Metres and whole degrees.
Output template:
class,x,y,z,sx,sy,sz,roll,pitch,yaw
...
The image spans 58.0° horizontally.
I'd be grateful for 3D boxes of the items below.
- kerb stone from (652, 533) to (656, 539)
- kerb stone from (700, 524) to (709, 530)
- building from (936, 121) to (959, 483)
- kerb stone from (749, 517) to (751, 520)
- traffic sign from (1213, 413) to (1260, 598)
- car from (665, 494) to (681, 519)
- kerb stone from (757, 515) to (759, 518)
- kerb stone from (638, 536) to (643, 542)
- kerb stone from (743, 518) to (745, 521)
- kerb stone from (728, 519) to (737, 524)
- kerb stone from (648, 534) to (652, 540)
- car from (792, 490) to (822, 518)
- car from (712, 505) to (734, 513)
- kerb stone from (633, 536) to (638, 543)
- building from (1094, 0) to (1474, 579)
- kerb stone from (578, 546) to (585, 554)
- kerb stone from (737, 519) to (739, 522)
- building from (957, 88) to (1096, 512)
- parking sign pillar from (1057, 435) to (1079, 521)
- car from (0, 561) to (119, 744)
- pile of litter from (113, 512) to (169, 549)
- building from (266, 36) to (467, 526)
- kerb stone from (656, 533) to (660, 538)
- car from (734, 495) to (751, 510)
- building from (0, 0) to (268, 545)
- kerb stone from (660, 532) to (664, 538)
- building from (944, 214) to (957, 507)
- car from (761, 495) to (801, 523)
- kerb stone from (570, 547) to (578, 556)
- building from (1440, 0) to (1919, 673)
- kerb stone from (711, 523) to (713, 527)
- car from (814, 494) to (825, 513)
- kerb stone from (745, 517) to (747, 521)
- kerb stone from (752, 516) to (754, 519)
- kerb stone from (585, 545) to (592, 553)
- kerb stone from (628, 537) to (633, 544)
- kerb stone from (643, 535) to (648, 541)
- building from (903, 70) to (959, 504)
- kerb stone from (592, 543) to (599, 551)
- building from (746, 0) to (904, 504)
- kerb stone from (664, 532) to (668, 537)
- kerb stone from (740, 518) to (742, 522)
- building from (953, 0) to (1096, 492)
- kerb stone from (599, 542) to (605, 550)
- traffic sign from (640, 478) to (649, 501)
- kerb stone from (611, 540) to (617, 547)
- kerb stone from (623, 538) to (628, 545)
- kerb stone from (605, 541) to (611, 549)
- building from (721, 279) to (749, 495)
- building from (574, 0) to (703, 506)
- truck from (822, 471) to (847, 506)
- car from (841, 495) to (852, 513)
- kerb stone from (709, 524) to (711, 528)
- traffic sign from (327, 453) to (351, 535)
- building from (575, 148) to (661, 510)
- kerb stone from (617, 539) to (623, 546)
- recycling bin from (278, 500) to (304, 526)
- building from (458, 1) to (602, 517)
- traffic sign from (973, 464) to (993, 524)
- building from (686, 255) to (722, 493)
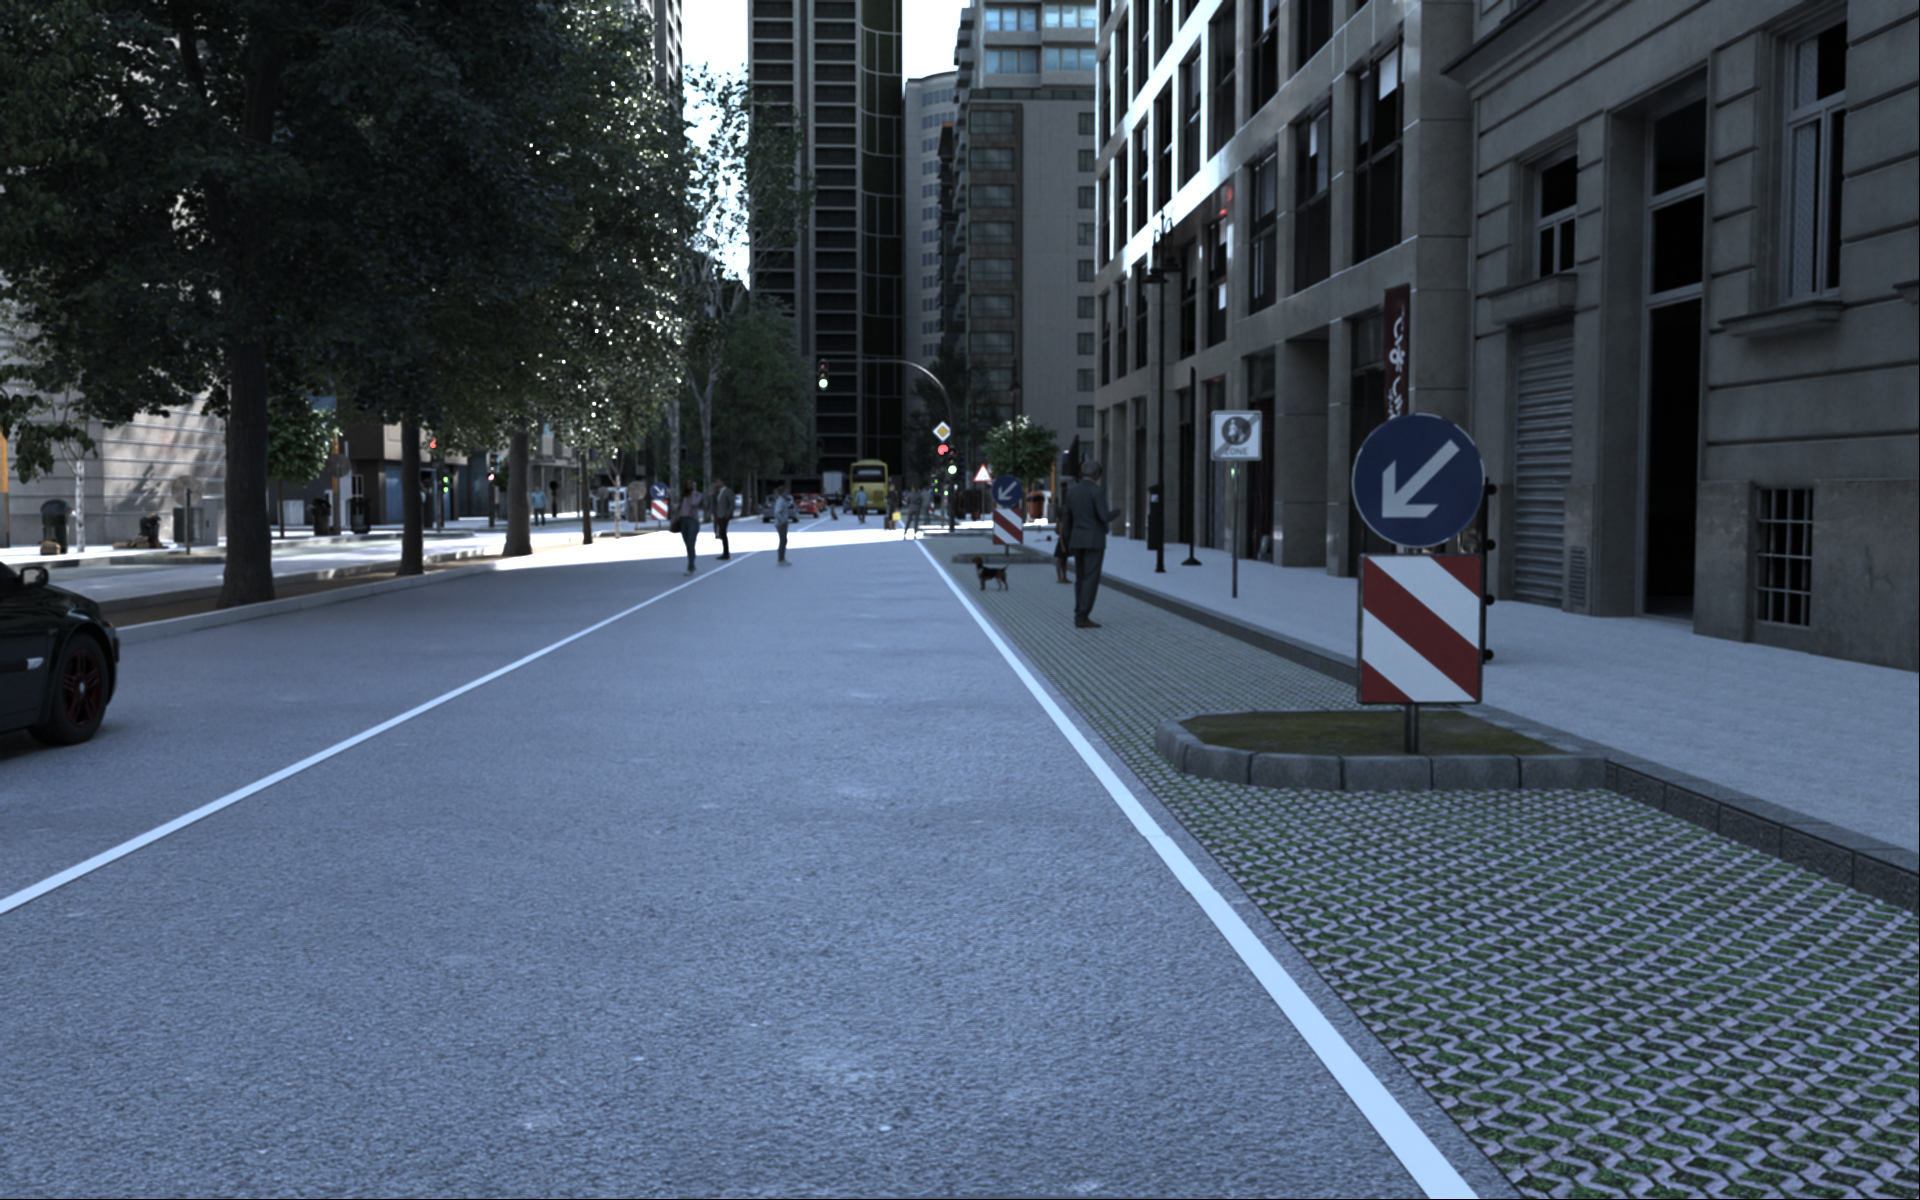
class,x,y,z,sx,sy,sz,roll,pitch,yaw
kerb stone,-9.821,-1.993,54.784,0.120,0.150,1.000,0,4,-3
kerb stone,-10.626,-3.027,71.702,0.120,0.150,1.000,0,4,-3
building,8.465,-33.469,201.841,22.147,44.769,28.867,0,4,-3
kerb stone,-11.747,-4.469,95.262,0.120,0.150,1.000,0,4,-3
traffic sign,3.402,-1.177,21.379,0.606,2.300,0.079,0,4,6
car,-15.688,-5.311,96.625,2.009,1.686,4.222,0,4,-5
kerb stone,-12.028,-4.846,101.421,0.120,0.150,1.000,0,4,-3
kerb stone,-9.669,-1.804,51.709,0.120,0.150,1.000,0,4,-3
kerb stone,-11.548,-4.217,91.149,0.120,0.150,1.000,0,4,-3
kerb stone,-11.300,-3.903,86.036,0.120,0.150,1.000,0,4,-3
kerb stone,-9.765,-1.931,53.764,0.120,0.150,1.000,0,4,-3
car,-9.417,-5.824,104.259,2.155,1.783,4.494,0,4,-3
car,-17.762,-7.116,128.353,2.014,1.417,4.499,0,4,-2
kerb stone,-9.619,-1.743,50.689,0.120,0.150,1.000,0,4,-3
building,14.785,-14.377,39.582,19.350,26.468,34.151,0,4,-3
kerb stone,-9.184,-1.179,41.465,0.120,0.150,1.000,0,4,-3
kerb stone,-11.346,-3.962,87.057,0.120,0.150,1.000,0,4,-3
building,7.348,-21.750,127.314,14.160,30.474,14.107,0,4,-3
parking sign pillar,4.964,-5.472,77.937,1.447,3.967,1.447,1,4,20
car,-5.867,0.066,8.709,2.009,1.686,4.222,0,4,-1
pile of litter,-19.242,-1.632,40.645,1.176,0.858,1.719,-2,4,-34
building,-30.561,-26.033,75.745,14.600,45.320,14.200,0,4,-3
kerb stone,-9.876,-2.055,55.807,0.120,0.150,1.000,0,4,-3
car,-19.348,-8.610,153.140,2.083,1.381,4.827,0,4,-2
building,-33.317,-12.625,48.212,24.055,21.916,13.314,0,4,-3
kerb stone,-9.913,-2.118,56.831,0.120,0.150,1.000,0,4,-3
building,5.283,-25.013,180.656,14.160,30.474,14.107,0,4,-3
car,-9.033,-4.610,87.368,2.014,1.417,4.499,0,4,-4
kerb stone,-9.138,-1.115,40.444,0.120,0.150,1.000,0,4,-3
building,14.337,-10.661,7.587,16.112,22.955,30.059,0,4,-3
kerb stone,-10.720,-3.153,73.746,0.120,0.150,1.000,0,4,-3
car,-11.560,-7.606,134.585,2.015,1.641,3.980,0,4,-1
kerb stone,-11.593,-4.280,92.183,0.120,0.150,1.000,0,4,-3
kerb stone,-11.829,-4.594,97.311,0.120,0.150,1.000,0,4,-3
kerb stone,-9.232,-1.241,42.488,0.120,0.150,1.000,0,4,-3
kerb stone,-9.572,-1.679,49.660,0.120,0.150,1.000,0,4,-3
kerb stone,-9.719,-1.868,52.737,0.120,0.150,1.000,0,4,-3
building,6.494,-42.531,237.382,28.212,58.520,21.231,0,4,-3
kerb stone,-9.280,-1.303,43.509,0.120,0.150,1.000,0,4,-3
building,-17.962,-48.816,236.385,20.611,71.187,20.563,0,4,-3
kerb stone,-9.967,-2.181,57.856,0.120,0.150,1.000,0,4,-3
kerb stone,-11.444,-4.087,89.108,0.120,0.150,1.000,0,4,-3
building,10.795,-32.934,158.084,23.786,49.044,30.456,0,4,-3
kerb stone,-9.336,-1.365,44.530,0.120,0.150,1.000,0,4,-3
traffic sign,-22.333,-7.398,122.149,0.795,2.450,0.064,0,4,-1
kerb stone,-9.431,-1.488,46.582,0.120,0.150,1.000,0,4,-3
kerb stone,-9.531,-1.612,48.627,0.120,0.150,1.000,0,4,-3
kerb stone,-9.383,-1.428,45.551,0.120,0.150,1.000,0,4,-3
building,-35.537,-28.208,232.899,14.107,30.474,14.160,0,4,-3
building,-38.003,-45.681,185.144,20.563,71.187,20.611,0,4,-3
truck,-15.431,-13.718,213.202,2.839,4.237,11.283,0,4,-2
car,-8.042,-7.336,131.953,2.014,1.417,4.499,0,4,-4
kerb stone,-10.662,-3.088,72.724,0.120,0.150,1.000,0,4,-3
traffic sign,-19.434,-3.307,54.183,0.768,2.556,0.104,0,4,4
building,-33.462,-22.988,147.550,14.160,30.474,14.107,0,4,-3
kerb stone,-9.479,-1.554,47.602,0.120,0.150,1.000,0,4,-3
recycling bin,-26.810,-3.478,69.412,0.722,1.027,0.722,2,4,25
building,-35.472,-29.733,105.739,23.786,49.044,30.456,0,4,-3
traffic sign,0.983,-4.497,73.527,0.884,2.594,0.081,0,3,0
building,-36.743,-26.663,207.644,14.107,30.474,14.160,0,4,-3
